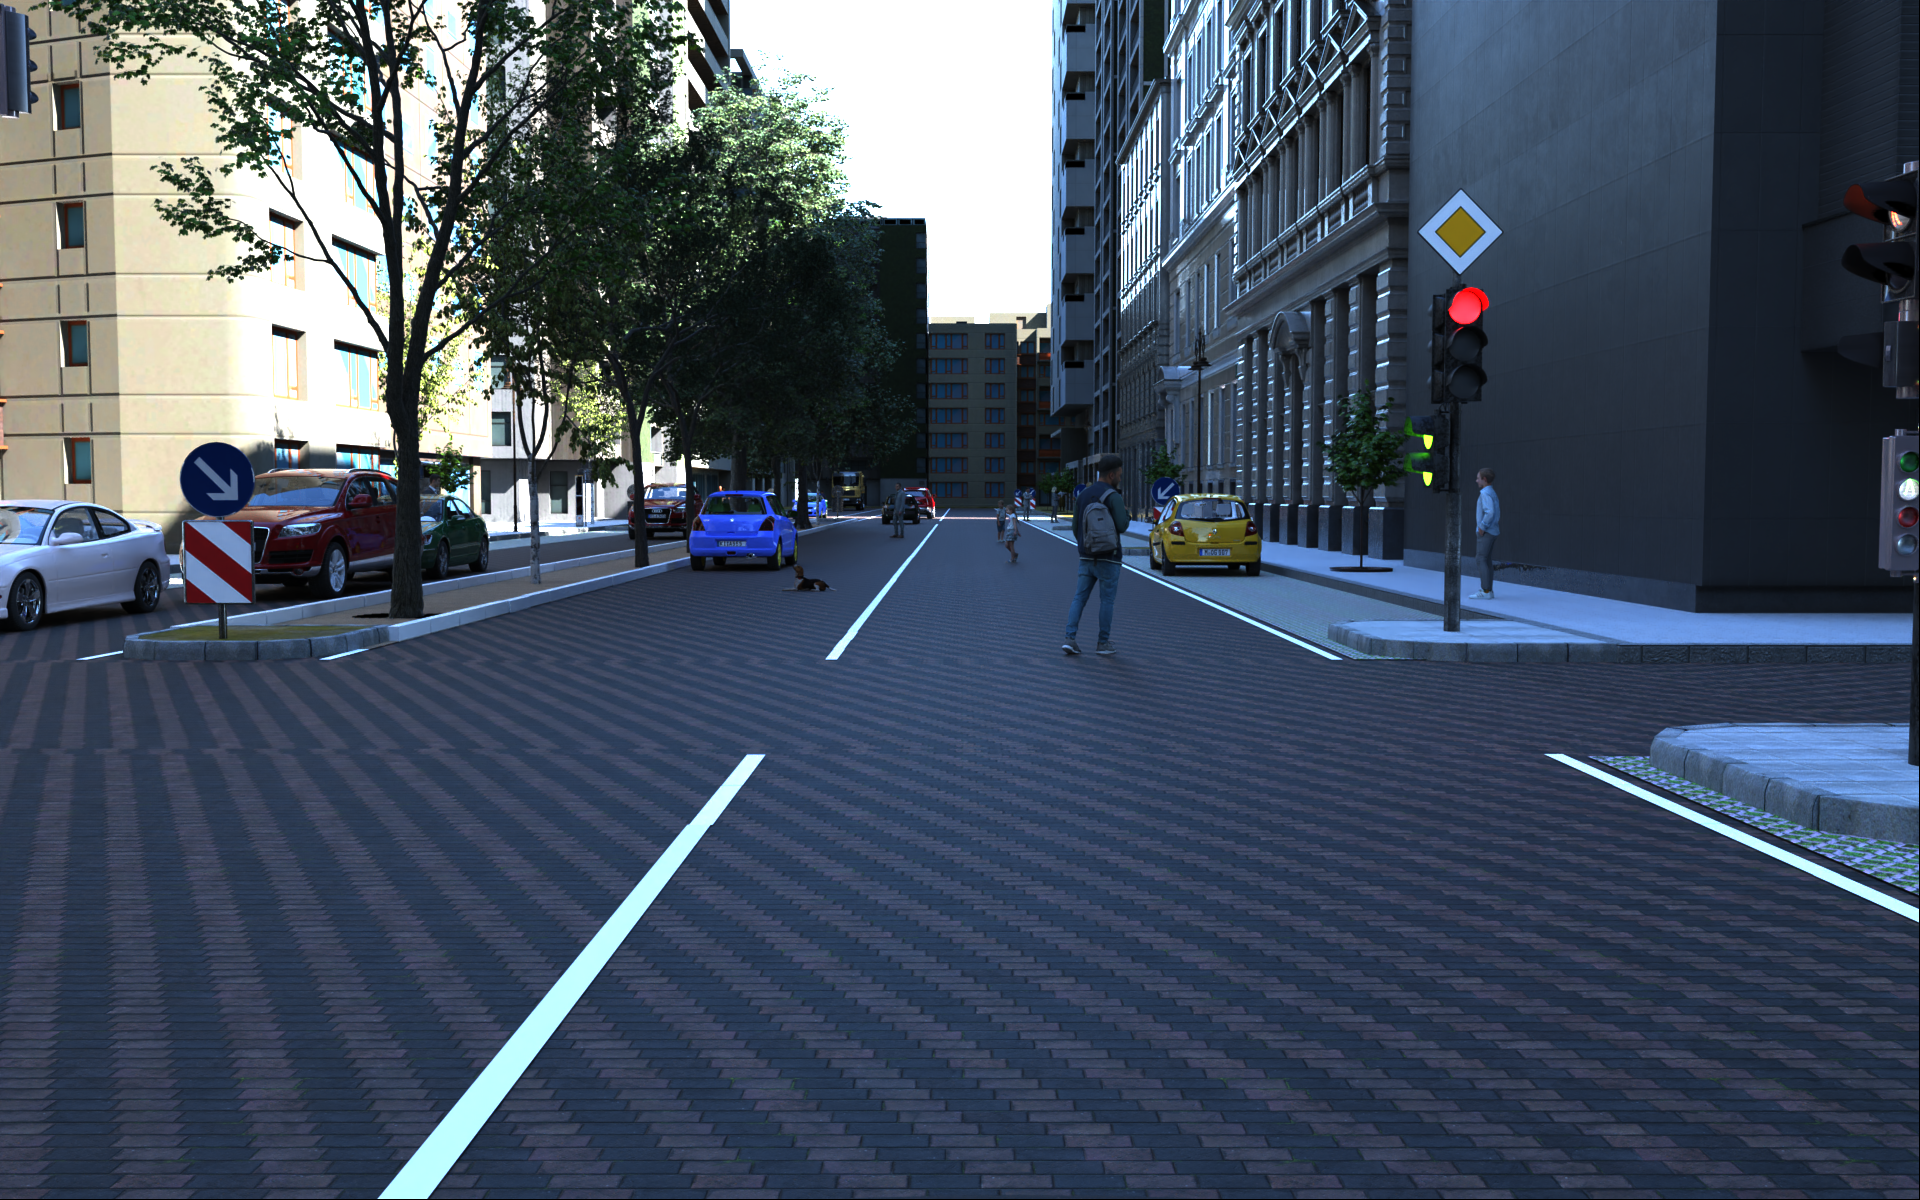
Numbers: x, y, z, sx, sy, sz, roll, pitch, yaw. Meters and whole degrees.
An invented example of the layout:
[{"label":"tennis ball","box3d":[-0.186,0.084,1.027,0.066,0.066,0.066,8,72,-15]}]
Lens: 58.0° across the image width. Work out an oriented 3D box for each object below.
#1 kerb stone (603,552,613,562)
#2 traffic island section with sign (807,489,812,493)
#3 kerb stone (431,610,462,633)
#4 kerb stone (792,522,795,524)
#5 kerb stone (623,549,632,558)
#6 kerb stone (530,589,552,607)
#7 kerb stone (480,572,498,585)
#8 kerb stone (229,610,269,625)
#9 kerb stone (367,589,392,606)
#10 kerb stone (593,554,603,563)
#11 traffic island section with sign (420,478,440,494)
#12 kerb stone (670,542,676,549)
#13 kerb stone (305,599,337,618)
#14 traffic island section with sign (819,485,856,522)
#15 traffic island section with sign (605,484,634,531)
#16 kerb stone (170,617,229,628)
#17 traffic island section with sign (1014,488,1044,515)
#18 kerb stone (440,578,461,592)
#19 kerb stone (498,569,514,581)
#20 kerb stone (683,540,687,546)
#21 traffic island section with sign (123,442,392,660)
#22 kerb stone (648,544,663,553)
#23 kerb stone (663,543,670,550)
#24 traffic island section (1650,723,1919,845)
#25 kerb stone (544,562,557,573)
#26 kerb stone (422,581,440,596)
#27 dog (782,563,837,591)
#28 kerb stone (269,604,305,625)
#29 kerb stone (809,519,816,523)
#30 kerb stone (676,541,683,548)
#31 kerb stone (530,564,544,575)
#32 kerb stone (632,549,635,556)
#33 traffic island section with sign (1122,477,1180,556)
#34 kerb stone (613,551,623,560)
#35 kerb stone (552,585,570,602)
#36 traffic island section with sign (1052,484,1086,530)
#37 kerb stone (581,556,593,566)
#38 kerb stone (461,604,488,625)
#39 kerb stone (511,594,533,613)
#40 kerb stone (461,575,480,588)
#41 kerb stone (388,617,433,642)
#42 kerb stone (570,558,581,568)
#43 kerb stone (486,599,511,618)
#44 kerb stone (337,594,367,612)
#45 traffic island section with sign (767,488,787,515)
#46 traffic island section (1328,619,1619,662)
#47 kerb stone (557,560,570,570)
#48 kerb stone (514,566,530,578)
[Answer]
[{"label":"kerb stone","box3d":[-7.576,-0.890,36.746,0.120,0.150,1.000,0,3,0]},{"label":"traffic island section with sign","box3d":[-12.795,-8.425,146.368,1.989,1.847,2.006,0,3,0]},{"label":"kerb stone","box3d":[-5.490,0.241,18.285,0.120,0.150,1.000,0,3,0]},{"label":"kerb stone","box3d":[-7.539,-3.524,79.809,0.120,0.150,1.000,0,3,0]},{"label":"kerb stone","box3d":[-7.569,-1.014,38.802,0.120,0.150,1.000,0,3,0]},{"label":"kerb stone","box3d":[-5.489,-0.012,22.395,0.120,0.150,1.000,0,3,0]},{"label":"kerb stone","box3d":[-7.584,-0.326,27.524,0.120,0.150,1.000,0,3,0]},{"label":"kerb stone","box3d":[-7.589,0.238,18.299,0.120,0.150,1.000,0,3,0]},{"label":"kerb stone","box3d":[-7.579,-0.011,22.394,0.120,0.150,1.000,0,3,0]},{"label":"kerb stone","box3d":[-7.573,-0.827,35.724,0.120,0.150,1.000,0,3,0]},{"label":"traffic island section with sign","box3d":[-12.878,-2.004,41.390,1.989,1.847,2.006,0,3,0]},{"label":"kerb stone","box3d":[-7.575,-1.392,44.955,0.120,0.150,1.000,0,3,0]},{"label":"kerb stone","box3d":[-7.588,0.113,20.347,0.120,0.150,1.000,0,3,0]},{"label":"traffic island section with sign","box3d":[-6.481,-5.069,91.020,2.006,1.907,1.989,0,3,0]},{"label":"traffic island section with sign","box3d":[-12.852,-3.652,68.345,1.989,1.847,2.006,0,3,0]},{"label":"kerb stone","box3d":[-7.590,0.301,17.277,0.120,0.150,1.000,0,3,0]},{"label":"traffic island section with sign","box3d":[4.695,-6.697,118.128,1.989,1.847,2.006,0,3,0]},{"label":"kerb stone","box3d":[-7.590,-0.201,25.474,0.120,0.150,1.000,0,3,0]},{"label":"kerb stone","box3d":[-7.582,-0.386,28.549,0.120,0.150,1.000,0,3,0]},{"label":"kerb stone","box3d":[-7.564,-1.517,46.999,0.120,0.150,1.000,0,3,0]},{"label":"traffic island section with sign","box3d":[-6.525,-0.474,15.881,2.006,1.907,1.989,0,3,0]},{"label":"kerb stone","box3d":[-7.569,-1.267,42.906,0.120,0.150,1.000,0,3,0]},{"label":"kerb stone","box3d":[-7.571,-1.329,43.931,0.120,0.150,1.000,0,3,0]},{"label":"traffic island section","box3d":[4.619,0.860,8.227,2.009,0.180,2.903,0,3,0]},{"label":"kerb stone","box3d":[-7.587,-0.577,31.626,0.120,0.150,1.000,0,3,0]},{"label":"kerb stone","box3d":[-7.585,-0.138,24.448,0.120,0.150,1.000,0,3,0]},{"label":"dog","box3d":[-2.225,-0.329,25.579,0.748,0.427,0.550,3,5,40]},{"label":"kerb stone","box3d":[-7.589,0.179,19.323,0.120,0.150,1.000,0,3,0]},{"label":"kerb stone","box3d":[-7.539,-4.084,89.046,0.120,0.150,1.000,0,3,0]},{"label":"kerb stone","box3d":[-7.572,-1.455,45.977,0.120,0.150,1.000,0,3,0]},{"label":"kerb stone","box3d":[-7.574,-0.514,30.604,0.120,0.150,1.000,0,3,0]},{"label":"kerb stone","box3d":[-7.572,-1.078,39.835,0.120,0.150,1.000,0,3,0]},{"label":"traffic island section with sign","box3d":[4.650,-1.968,40.811,1.989,1.847,2.006,0,3,0]},{"label":"kerb stone","box3d":[-7.574,-0.953,37.773,0.120,0.150,1.000,0,3,0]},{"label":"kerb stone","box3d":[-5.483,-0.075,23.417,0.120,0.150,1.000,0,3,0]},{"label":"traffic island section with sign","box3d":[4.672,-3.668,68.599,1.989,1.847,2.006,0,3,0]},{"label":"kerb stone","box3d":[-7.569,-0.765,34.696,0.120,0.150,1.000,0,3,0]},{"label":"kerb stone","box3d":[-5.488,0.177,19.308,0.120,0.150,1.000,0,3,0]},{"label":"kerb stone","box3d":[-5.479,0.057,21.363,0.120,0.150,1.000,0,3,0]},{"label":"kerb stone","box3d":[-7.583,-0.263,26.501,0.120,0.150,1.000,0,3,0]},{"label":"kerb stone","box3d":[-5.490,0.302,17.263,0.120,0.150,1.000,0,3,0]},{"label":"kerb stone","box3d":[-7.582,-0.702,33.672,0.120,0.150,1.000,0,3,0]},{"label":"kerb stone","box3d":[-5.489,0.114,20.330,0.120,0.150,1.000,0,3,0]},{"label":"kerb stone","box3d":[-7.588,0.051,21.370,0.120,0.150,1.000,0,3,0]},{"label":"traffic island section with sign","box3d":[-12.826,-6.699,118.156,1.989,1.847,2.006,0,3,0]},{"label":"traffic island section","box3d":[4.624,0.371,16.212,2.009,0.180,2.903,0,3,0]},{"label":"kerb stone","box3d":[-7.576,-0.639,32.650,0.120,0.150,1.000,0,3,0]},{"label":"kerb stone","box3d":[-7.574,-0.452,29.582,0.120,0.150,1.000,0,3,0]}]
